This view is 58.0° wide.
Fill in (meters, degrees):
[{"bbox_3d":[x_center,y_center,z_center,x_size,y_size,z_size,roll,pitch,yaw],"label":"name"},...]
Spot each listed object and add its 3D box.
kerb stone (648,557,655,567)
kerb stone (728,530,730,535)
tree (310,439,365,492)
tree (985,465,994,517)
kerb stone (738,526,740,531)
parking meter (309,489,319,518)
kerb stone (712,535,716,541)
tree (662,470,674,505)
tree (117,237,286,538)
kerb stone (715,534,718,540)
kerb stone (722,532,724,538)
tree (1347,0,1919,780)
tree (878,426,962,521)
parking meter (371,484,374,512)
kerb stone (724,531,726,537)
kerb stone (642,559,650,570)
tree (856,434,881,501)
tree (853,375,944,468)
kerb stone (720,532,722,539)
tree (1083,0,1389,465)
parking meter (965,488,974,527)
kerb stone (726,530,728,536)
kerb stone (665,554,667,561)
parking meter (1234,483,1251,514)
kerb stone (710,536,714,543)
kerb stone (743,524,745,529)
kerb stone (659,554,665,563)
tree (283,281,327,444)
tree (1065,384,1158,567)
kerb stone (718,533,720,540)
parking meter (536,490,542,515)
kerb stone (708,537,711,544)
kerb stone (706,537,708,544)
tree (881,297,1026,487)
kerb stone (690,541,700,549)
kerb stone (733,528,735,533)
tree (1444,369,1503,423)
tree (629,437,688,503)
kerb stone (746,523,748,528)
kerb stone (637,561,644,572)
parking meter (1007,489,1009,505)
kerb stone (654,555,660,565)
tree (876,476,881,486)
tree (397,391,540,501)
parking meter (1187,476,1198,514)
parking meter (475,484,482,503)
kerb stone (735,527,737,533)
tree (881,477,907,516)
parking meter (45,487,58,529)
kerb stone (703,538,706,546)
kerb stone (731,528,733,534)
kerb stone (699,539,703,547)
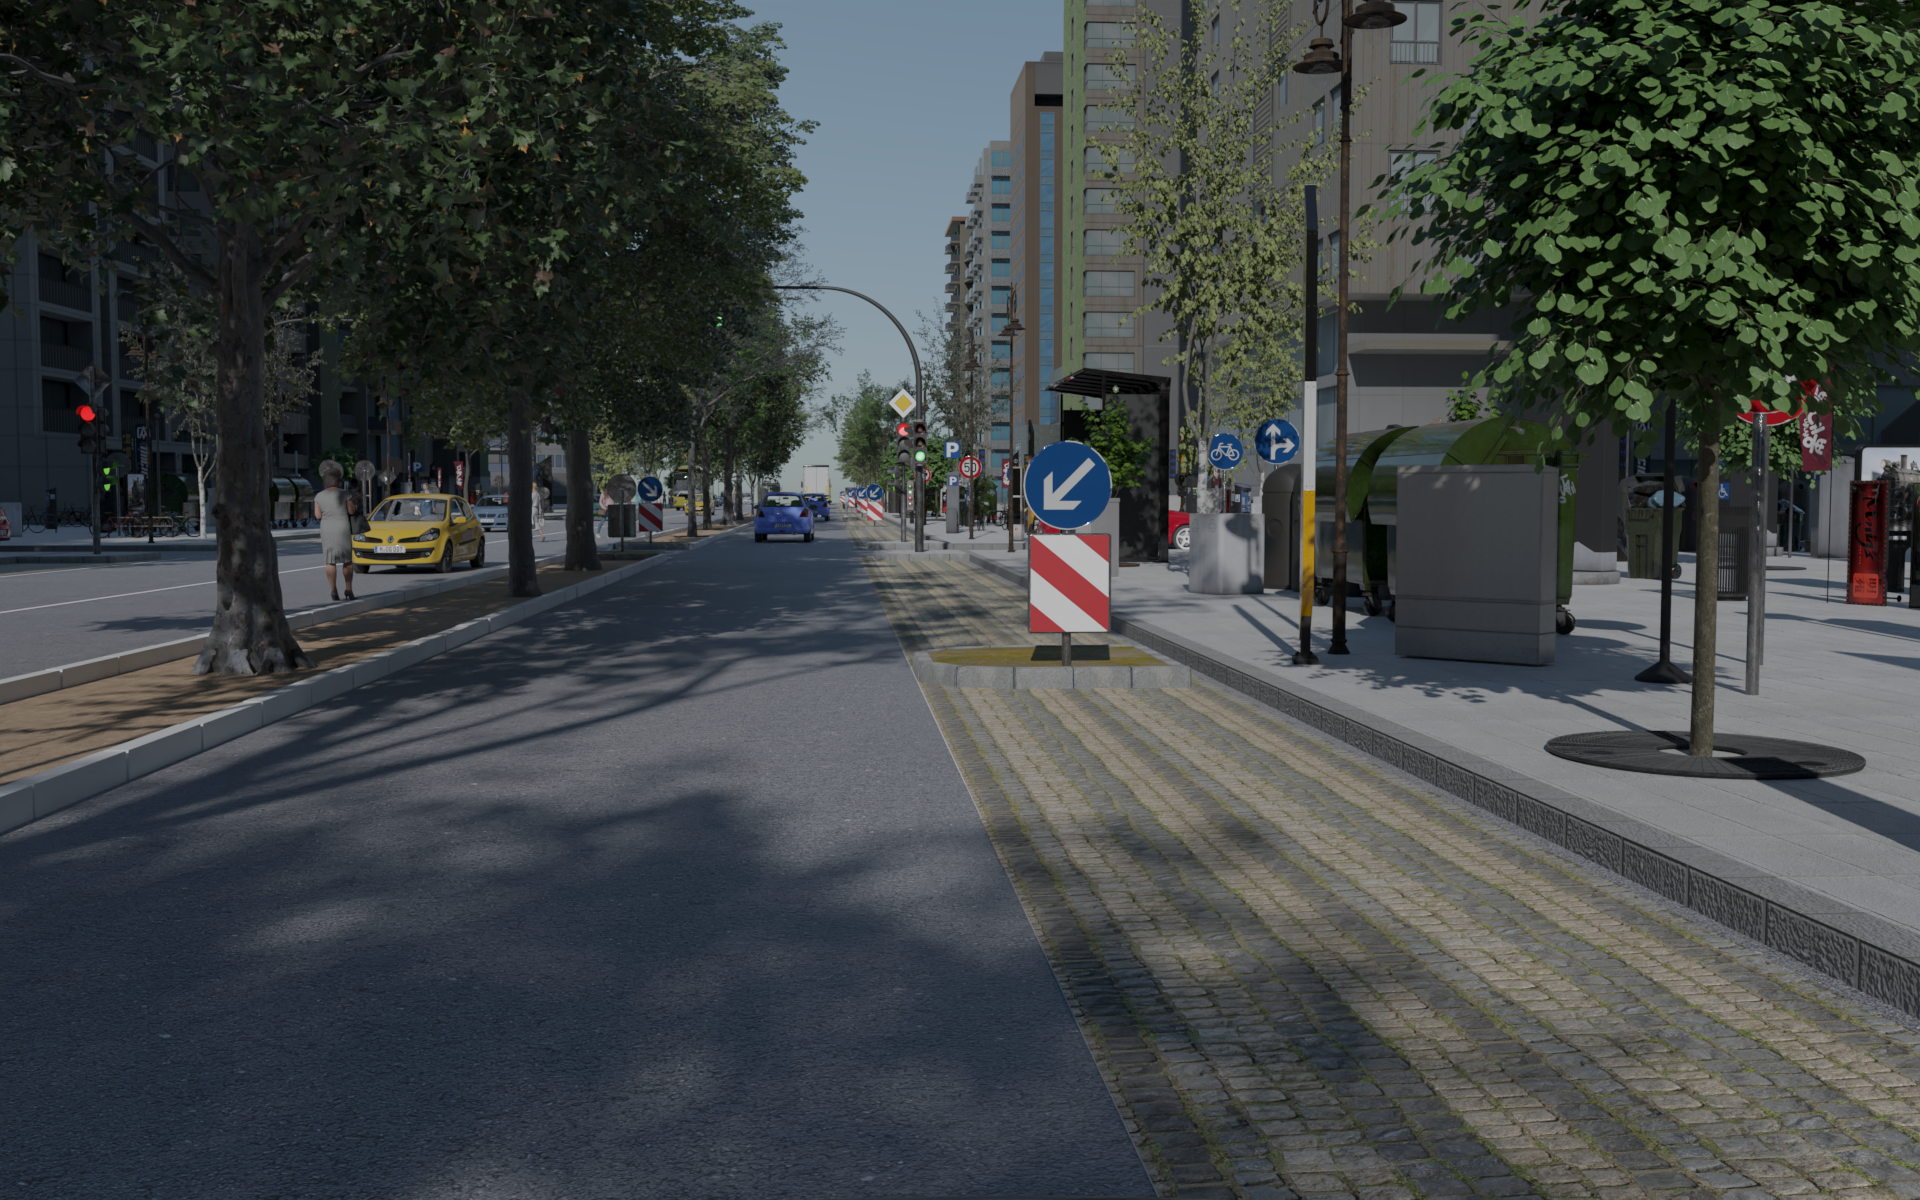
[{"bbox_3d":[-6.111,-0.706,33.736,0.120,0.150,1.000,0,4,-4],"label":"kerb stone"},{"bbox_3d":[-7.984,-2.237,58.790,0.120,0.150,1.000,0,4,-4],"label":"kerb stone"},{"bbox_3d":[-36.666,-7.271,102.590,4.285,4.588,4.351,0,3,0],"label":"tree"},{"bbox_3d":[1.183,-6.286,97.377,1.663,3.219,1.824,0,3,0],"label":"tree"},{"bbox_3d":[-8.448,-2.614,64.933,0.120,0.150,1.000,0,4,-4],"label":"kerb stone"},{"bbox_3d":[-32.452,-4.820,87.222,0.372,1.533,0.369,0,3,0],"label":"parking meter"},{"bbox_3d":[-7.438,-1.801,51.634,0.120,0.150,1.000,0,4,-4],"label":"kerb stone"},{"bbox_3d":[-33.905,-13.695,207.624,4.285,4.588,4.351,0,3,0],"label":"tree"},{"bbox_3d":[-21.828,-6.075,49.681,4.360,8.622,3.978,0,3,0],"label":"tree"},{"bbox_3d":[-7.527,-1.863,52.657,0.120,0.150,1.000,0,4,-4],"label":"kerb stone"},{"bbox_3d":[-7.759,-2.049,55.722,0.120,0.150,1.000,0,4,-4],"label":"kerb stone"},{"bbox_3d":[3.564,-1.509,8.394,4.285,4.588,4.351,0,3,0],"label":"tree"},{"bbox_3d":[-1.167,-6.090,83.291,4.285,4.588,4.351,0,3,0],"label":"tree"},{"bbox_3d":[-34.142,-5.783,100.268,0.399,1.863,0.255,3,5,43],"label":"parking meter"},{"bbox_3d":[-7.827,-2.113,56.747,0.120,0.150,1.000,0,4,-4],"label":"kerb stone"},{"bbox_3d":[-6.020,-0.640,32.707,0.120,0.150,1.000,0,4,-4],"label":"kerb stone"},{"bbox_3d":[-8.432,-13.836,176.574,4.360,8.622,3.978,0,3,0],"label":"tree"},{"bbox_3d":[-4.903,-12.272,135.054,7.601,10.594,8.767,1,4,15],"label":"tree"},{"bbox_3d":[-7.679,-1.988,54.698,0.120,0.150,1.000,0,4,-4],"label":"kerb stone"},{"bbox_3d":[3.638,-4.527,24.386,4.737,8.622,4.395,0,3,0],"label":"tree"},{"bbox_3d":[0.377,-3.636,67.860,0.372,1.533,0.369,0,3,0],"label":"parking meter"},{"bbox_3d":[-7.910,-2.172,57.770,0.120,0.150,1.000,0,4,-4],"label":"kerb stone"},{"bbox_3d":[-6.332,-0.894,36.808,0.120,0.150,1.000,0,4,-4],"label":"kerb stone"},{"bbox_3d":[6.417,-1.891,39.324,0.372,1.533,0.369,0,3,0],"label":"parking meter"},{"bbox_3d":[-7.368,-1.737,50.606,0.120,0.150,1.000,0,4,-4],"label":"kerb stone"},{"bbox_3d":[-8.759,-2.862,69.025,0.120,0.150,1.000,0,4,-4],"label":"kerb stone"},{"bbox_3d":[-6.260,-0.828,35.787,0.120,0.150,1.000,0,4,-4],"label":"kerb stone"},{"bbox_3d":[-22.586,-6.446,55.752,4.360,8.622,3.978,0,3,0],"label":"tree"},{"bbox_3d":[2.776,-2.201,30.592,1.663,3.219,1.824,0,3,0],"label":"tree"},{"bbox_3d":[-7.609,-1.925,53.675,0.120,0.150,1.000,0,4,-4],"label":"kerb stone"},{"bbox_3d":[-25.256,-5.835,103.808,0.372,1.533,0.369,0,3,0],"label":"parking meter"},{"bbox_3d":[-7.303,-1.670,49.583,0.120,0.150,1.000,0,4,-4],"label":"kerb stone"},{"bbox_3d":[-7.220,-1.612,48.558,0.120,0.150,1.000,0,4,-4],"label":"kerb stone"},{"bbox_3d":[0.017,-6.984,64.544,4.360,8.622,3.978,0,3,0],"label":"tree"},{"bbox_3d":[-7.000,-1.421,45.490,0.120,0.150,1.000,0,4,-4],"label":"kerb stone"},{"bbox_3d":[-8.215,-2.423,61.855,0.120,0.150,1.000,0,4,-4],"label":"kerb stone"},{"bbox_3d":[7.874,-1.991,27.149,1.663,3.219,1.824,0,3,0],"label":"tree"},{"bbox_3d":[-31.253,-15.012,179.864,8.767,10.594,7.601,-1,4,-14],"label":"tree"},{"bbox_3d":[-8.909,-2.990,71.079,0.120,0.150,1.000,0,4,-4],"label":"kerb stone"},{"bbox_3d":[-5.947,-0.576,31.687,0.120,0.150,1.000,0,4,-4],"label":"kerb stone"},{"bbox_3d":[3.054,-6.018,104.097,0.399,1.863,0.255,1,4,8],"label":"parking meter"},{"bbox_3d":[-6.180,-0.769,34.767,0.120,0.150,1.000,0,4,-4],"label":"kerb stone"},{"bbox_3d":[-6.757,-9.884,156.199,1.663,3.219,1.824,0,3,0],"label":"tree"},{"bbox_3d":[-24.153,-9.230,85.324,7.601,10.594,8.767,0,4,-6],"label":"tree"},{"bbox_3d":[7.701,-3.158,57.339,0.255,1.863,0.399,-1,4,-22],"label":"parking meter"},{"bbox_3d":[-26.858,-5.562,96.652,0.255,1.863,0.399,0,4,4],"label":"parking meter"},{"bbox_3d":[-8.293,-2.488,62.881,0.120,0.150,1.000,0,4,-4],"label":"kerb stone"},{"bbox_3d":[-3.354,-6.514,101.111,1.663,3.219,1.824,0,3,0],"label":"tree"},{"bbox_3d":[-33.127,-3.347,63.142,0.372,1.533,0.369,0,3,0],"label":"parking meter"},{"bbox_3d":[-7.138,-1.550,47.540,0.120,0.150,1.000,0,4,-4],"label":"kerb stone"},{"bbox_3d":[-8.143,-2.360,60.836,0.120,0.150,1.000,0,4,-4],"label":"kerb stone"},{"bbox_3d":[-7.060,-1.485,46.510,0.120,0.150,1.000,0,4,-4],"label":"kerb stone"}]
